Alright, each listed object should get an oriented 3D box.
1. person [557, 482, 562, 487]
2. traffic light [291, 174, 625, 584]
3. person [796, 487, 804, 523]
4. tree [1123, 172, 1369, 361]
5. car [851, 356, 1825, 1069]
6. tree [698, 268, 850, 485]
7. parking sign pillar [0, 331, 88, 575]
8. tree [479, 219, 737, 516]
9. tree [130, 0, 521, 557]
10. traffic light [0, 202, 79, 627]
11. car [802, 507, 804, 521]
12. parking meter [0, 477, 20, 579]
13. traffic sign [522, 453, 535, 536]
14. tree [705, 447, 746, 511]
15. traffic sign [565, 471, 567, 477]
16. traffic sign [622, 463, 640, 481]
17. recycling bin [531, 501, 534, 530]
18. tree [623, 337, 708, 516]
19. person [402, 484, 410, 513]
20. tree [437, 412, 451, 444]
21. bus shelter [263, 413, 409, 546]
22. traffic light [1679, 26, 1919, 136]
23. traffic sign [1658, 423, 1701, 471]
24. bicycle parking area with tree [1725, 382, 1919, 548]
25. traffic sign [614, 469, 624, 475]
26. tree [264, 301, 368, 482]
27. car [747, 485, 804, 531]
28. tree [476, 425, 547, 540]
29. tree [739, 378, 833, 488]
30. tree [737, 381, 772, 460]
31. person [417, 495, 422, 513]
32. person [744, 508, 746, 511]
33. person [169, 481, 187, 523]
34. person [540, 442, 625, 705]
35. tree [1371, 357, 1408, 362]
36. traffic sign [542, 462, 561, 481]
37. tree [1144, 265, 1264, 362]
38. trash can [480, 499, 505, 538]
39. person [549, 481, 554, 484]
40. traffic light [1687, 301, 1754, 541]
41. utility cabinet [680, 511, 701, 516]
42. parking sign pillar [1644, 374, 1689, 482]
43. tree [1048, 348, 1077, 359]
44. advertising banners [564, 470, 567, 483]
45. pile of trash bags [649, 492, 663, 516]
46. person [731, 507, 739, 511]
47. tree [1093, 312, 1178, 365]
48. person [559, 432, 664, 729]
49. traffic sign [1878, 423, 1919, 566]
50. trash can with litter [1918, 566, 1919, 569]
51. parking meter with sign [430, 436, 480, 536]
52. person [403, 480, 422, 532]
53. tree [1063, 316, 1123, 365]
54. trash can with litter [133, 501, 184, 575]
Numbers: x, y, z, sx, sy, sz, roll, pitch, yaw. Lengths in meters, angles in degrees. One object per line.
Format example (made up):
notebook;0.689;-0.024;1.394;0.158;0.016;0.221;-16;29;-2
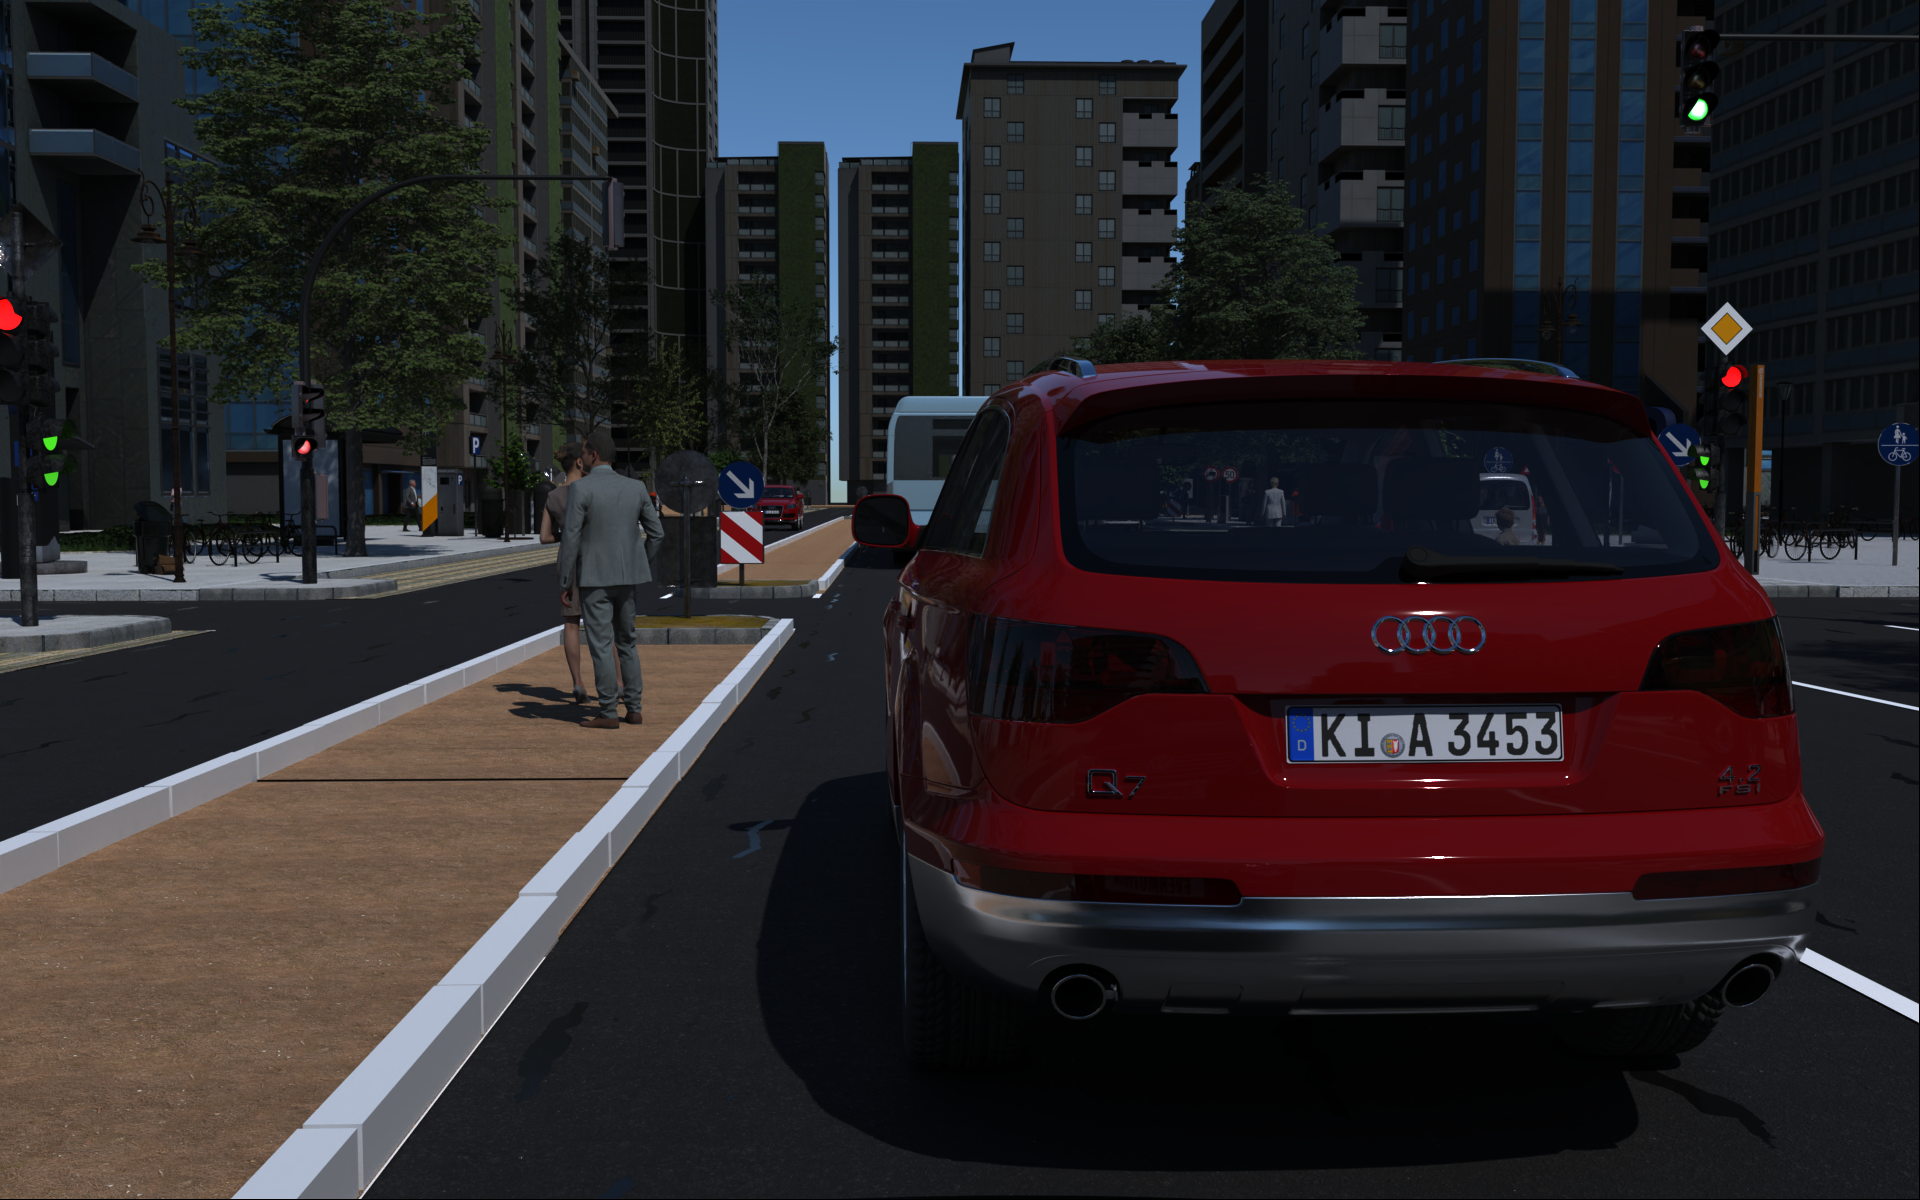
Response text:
person;-17.556;-4.248;75.677;0.709;1.800;0.728;0;4;-2
traffic light;-7.207;-3.066;24.795;4.771;5.953;1.251;0;4;-2
person;-7.862;-4.595;83.894;0.678;1.792;0.850;1;4;9
tree;12.161;-9.925;68.932;9.857;13.997;8.962;0;3;0
car;0.769;0.169;5.909;2.281;1.827;5.304;0;4;-3
tree;-15.479;-17.583;143.373;12.611;20.169;13.585;0;3;0
parking sign pillar;-14.954;-2.416;27.970;1.447;3.967;1.447;-1;4;-16
tree;-13.064;-7.670;59.810;7.601;10.594;8.767;-2;4;-30
tree;-12.676;-7.173;35.413;7.486;12.596;7.792;0;3;0
traffic light;-9.018;-1.699;16.708;0.839;4.253;0.868;0;4;-2
car;-9.092;-4.737;89.812;2.083;1.381;4.827;0;4;-2
parking meter;-14.361;-1.094;26.293;0.372;1.533;0.369;0;3;0
traffic sign;-13.367;-3.232;52.956;0.768;2.556;0.104;0;4;-2
tree;-15.541;-7.972;114.061;4.285;4.588;4.351;0;3;0
traffic sign;-15.631;-4.287;70.193;0.768;2.556;0.104;0;4;2
traffic sign;-13.547;-4.344;71.033;0.884;2.594;0.081;0;4;6
recycling bin;-15.211;-3.070;62.749;0.722;1.027;0.722;-1;4;-17
tree;-14.201;-8.044;81.876;4.737;8.622;4.395;0;3;0
person;-26.051;-4.647;82.116;0.767;1.812;0.694;2;4;34
tree;-29.822;-8.752;93.452;4.737;8.622;4.395;0;3;0
bus shelter;-16.143;-3.140;45.255;2.014;3.302;5.546;0;4;-2
traffic light;9.343;-2.602;17.216;4.771;5.953;1.251;0;4;-2
traffic sign;12.959;-1.908;31.309;0.768;2.556;0.104;0;4;7
bicycle parking area with tree;23.620;-3.530;44.718;8.231;4.147;9.016;0;4;3
traffic sign;-17.068;-5.299;86.747;0.768;2.556;0.104;0;4;2
tree;-23.379;-6.965;64.241;4.360;8.622;3.978;0;3;0
car;-7.345;-3.686;68.934;2.281;1.827;5.304;0;4;-3
tree;-12.578;-3.330;49.051;1.663;3.219;1.824;0;3;0
tree;-17.322;-15.528;170.884;9.611;12.733;9.660;0;3;0
tree;-15.230;-10.209;101.337;8.767;10.594;7.601;-1;4;-21
person;-26.059;-4.447;83.429;0.332;1.250;0.352;-2;4;-33
person;-16.397;-7.646;131.071;0.705;1.821;1.348;3;5;44
person;-25.007;-2.989;55.498;0.643;1.750;0.593;-2;4;-29
person;-2.515;-0.177;11.740;0.599;1.781;0.374;1;4;16
tree;22.587;-8.642;91.666;4.737;8.622;4.395;0;3;0
traffic sign;-16.799;-4.369;71.173;0.795;2.593;0.064;0;4;2
tree;12.336;-10.273;86.090;7.486;12.596;7.792;0;3;0
trash can;-13.785;-2.413;51.101;0.748;1.137;0.748;0;3;0
person;-14.443;-3.318;60.967;0.731;1.740;0.598;0;4;4
traffic light;11.154;-2.232;25.410;0.839;4.253;0.868;0;4;-2
utility cabinet;-14.436;-5.144;92.775;1.173;1.500;0.318;2;4;25
parking sign pillar;15.531;-3.056;38.435;1.447;3.967;1.447;-1;4;-17
tree;9.268;-14.364;145.225;12.009;13.543;11.850;0;3;0
advertising banners;-17.130;-4.972;77.485;0.090;3.025;2.074;2;4;26
pile of trash bags;-16.205;-4.889;89.681;1.912;1.369;3.447;0;4;3
person;-8.232;-3.391;64.192;0.600;1.795;0.529;1;4;12
tree;11.490;-11.737;108.915;9.611;12.733;9.660;0;3;0
person;-2.141;-0.121;10.576;0.391;1.810;0.635;3;5;40
traffic sign;16.767;-1.889;30.990;0.768;2.556;0.104;0;4;4
trash can with litter;16.813;-1.068;28.518;1.678;1.210;2.233;-1;4;-8
parking meter with sign;-15.477;-3.444;52.567;1.738;3.016;0.543;1;4;11
person;-18.682;-3.233;59.301;0.834;1.777;0.661;0;4;2
tree;10.213;-13.110;121.008;9.857;13.997;8.962;0;3;0
trash can with litter;-12.818;-1.006;27.840;1.055;1.170;0.624;3;4;39
